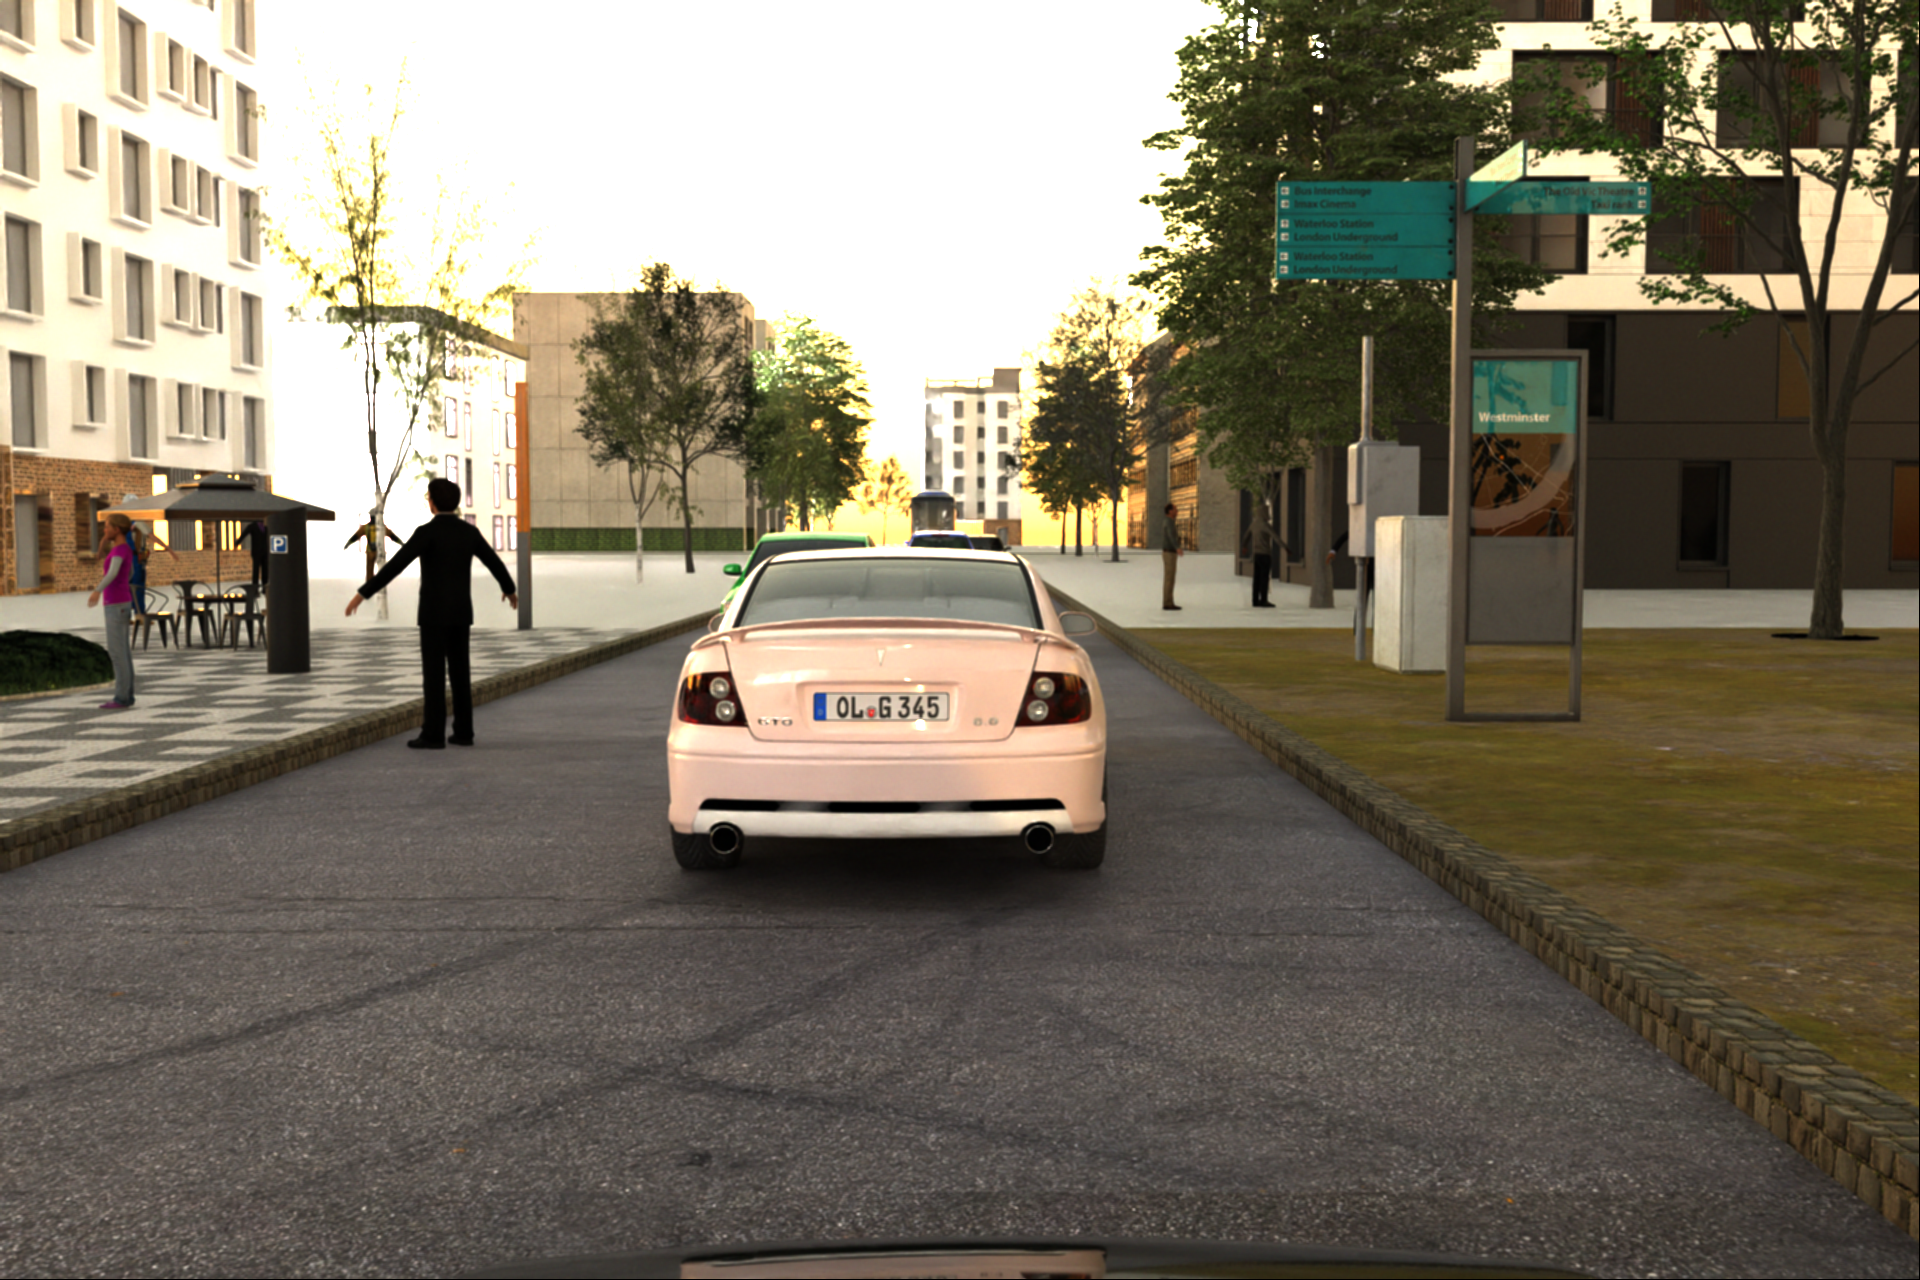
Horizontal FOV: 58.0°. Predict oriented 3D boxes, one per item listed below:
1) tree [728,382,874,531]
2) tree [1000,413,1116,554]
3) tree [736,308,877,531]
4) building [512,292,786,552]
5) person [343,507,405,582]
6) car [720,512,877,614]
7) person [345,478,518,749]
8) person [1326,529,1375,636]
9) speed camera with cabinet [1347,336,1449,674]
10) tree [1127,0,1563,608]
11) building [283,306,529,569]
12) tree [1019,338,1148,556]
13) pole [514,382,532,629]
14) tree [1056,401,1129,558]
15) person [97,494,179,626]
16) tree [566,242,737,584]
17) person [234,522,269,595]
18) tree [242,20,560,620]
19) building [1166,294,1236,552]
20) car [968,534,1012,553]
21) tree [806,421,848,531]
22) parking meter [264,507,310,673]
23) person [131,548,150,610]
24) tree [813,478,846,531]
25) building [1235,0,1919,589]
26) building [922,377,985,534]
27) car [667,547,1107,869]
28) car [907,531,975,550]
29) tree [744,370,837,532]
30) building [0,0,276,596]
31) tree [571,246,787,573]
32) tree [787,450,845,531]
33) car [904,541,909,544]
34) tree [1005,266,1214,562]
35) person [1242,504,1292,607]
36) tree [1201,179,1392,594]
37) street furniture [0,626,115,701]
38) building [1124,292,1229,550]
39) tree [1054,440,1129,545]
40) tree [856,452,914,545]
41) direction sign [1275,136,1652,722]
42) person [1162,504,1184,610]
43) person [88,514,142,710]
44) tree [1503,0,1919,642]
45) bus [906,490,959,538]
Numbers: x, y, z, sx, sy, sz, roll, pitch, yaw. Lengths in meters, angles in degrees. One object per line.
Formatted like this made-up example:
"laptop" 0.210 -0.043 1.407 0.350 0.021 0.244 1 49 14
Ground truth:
"tree" -8.749 -10.048 98.696 8.767 10.594 7.601 -3 4 -36
"tree" 6.475 -10.735 109.932 8.767 10.594 7.601 1 4 13
"tree" -7.787 -10.361 87.526 7.486 12.596 7.792 0 3 0
"building" -24.290 -16.879 142.429 16.747 18.905 31.486 0 3 0
"person" -12.416 -1.897 36.782 1.354 1.858 0.705 -1 4 -9
"car" -1.673 -0.687 20.029 1.959 1.807 4.718 0 3 0
"person" -3.489 -0.185 11.669 0.705 1.806 1.347 3 4 37
"person" 4.972 -0.862 20.817 1.216 1.740 0.721 -1 4 -9
"speed camera with cabinet" 4.280 -1.369 16.724 0.660 3.252 2.038 0 4 -1
"tree" 6.512 -6.806 29.410 7.486 12.596 7.792 0 3 0
"building" -23.865 -8.300 77.853 9.099 9.664 28.070 0 4 1
"tree" 7.177 -11.116 99.880 7.486 12.596 7.792 0 3 0
"pole" -5.890 -1.805 23.359 0.158 3.312 0.155 0 3 0
"tree" 7.327 -8.658 91.925 4.360 8.622 3.978 0 3 0
"person" -11.596 -1.129 24.312 1.347 1.847 0.705 1 4 16
"tree" -8.290 -5.739 44.194 4.360 8.622 3.978 0 3 0
"person" -14.797 -1.862 36.661 0.704 1.802 1.346 2 4 35
"tree" -8.912 -4.617 25.845 4.360 8.622 3.978 0 3 0
"building" 26.188 -18.383 131.487 19.493 23.208 18.063 0 4 0
"car" 0.613 -2.694 53.825 2.009 1.686 4.222 0 3 0
"tree" -8.064 -9.550 106.499 4.360 8.622 3.978 0 3 0
"parking meter" -6.250 -0.469 16.086 0.372 1.533 0.369 0 3 0
"person" -14.036 -1.405 29.429 0.721 1.772 1.216 -3 5 -43
"tree" -14.553 -14.952 194.821 4.737 8.622 4.395 0 3 0
"building" 22.496 -12.946 55.644 27.936 21.610 32.646 0 4 0
"building" -3.994 -20.888 200.394 11.380 20.090 16.016 0 4 -6
"car" -0.306 0.218 8.796 2.083 1.381 4.827 0 4 0
"car" -0.408 -1.545 34.852 1.945 1.707 3.694 0 4 -1
"tree" -7.758 -7.859 78.853 4.737 8.622 4.395 0 3 0
"building" -24.617 -10.991 36.119 16.016 20.090 11.380 0 4 1
"tree" -9.254 -7.492 56.914 7.601 10.594 8.767 0 4 -7
"tree" -16.768 -17.368 202.096 7.486 12.596 7.792 0 3 0
"car" -1.682 -4.442 82.225 1.945 1.707 3.694 0 4 0
"tree" 7.072 -10.338 79.401 12.009 13.543 11.850 0 3 0
"person" 5.333 -1.487 30.440 0.705 1.813 1.348 -2 4 -28
"tree" 6.354 -5.283 36.737 4.360 8.622 3.978 0 3 0
"street furniture" -10.071 0.195 12.437 5.734 0.657 10.072 0 4 2
"building" 24.728 -19.586 151.155 19.493 23.208 18.063 0 4 1
"tree" 15.099 -17.529 196.963 12.009 13.543 11.850 0 3 0
"tree" -8.325 -16.029 196.481 7.601 10.594 8.767 0 4 2
"direction sign" 3.398 -1.374 11.222 2.525 3.948 1.411 0 4 0
"person" 3.595 -1.415 29.403 0.705 1.796 1.348 0 3 0
"person" -6.266 -0.214 12.764 0.599 1.433 0.991 -1 4 -15
"tree" 10.532 -5.808 20.712 9.928 11.665 9.643 0 3 0
"bus" -1.489 -6.663 100.486 2.896 3.916 12.251 0 4 0
